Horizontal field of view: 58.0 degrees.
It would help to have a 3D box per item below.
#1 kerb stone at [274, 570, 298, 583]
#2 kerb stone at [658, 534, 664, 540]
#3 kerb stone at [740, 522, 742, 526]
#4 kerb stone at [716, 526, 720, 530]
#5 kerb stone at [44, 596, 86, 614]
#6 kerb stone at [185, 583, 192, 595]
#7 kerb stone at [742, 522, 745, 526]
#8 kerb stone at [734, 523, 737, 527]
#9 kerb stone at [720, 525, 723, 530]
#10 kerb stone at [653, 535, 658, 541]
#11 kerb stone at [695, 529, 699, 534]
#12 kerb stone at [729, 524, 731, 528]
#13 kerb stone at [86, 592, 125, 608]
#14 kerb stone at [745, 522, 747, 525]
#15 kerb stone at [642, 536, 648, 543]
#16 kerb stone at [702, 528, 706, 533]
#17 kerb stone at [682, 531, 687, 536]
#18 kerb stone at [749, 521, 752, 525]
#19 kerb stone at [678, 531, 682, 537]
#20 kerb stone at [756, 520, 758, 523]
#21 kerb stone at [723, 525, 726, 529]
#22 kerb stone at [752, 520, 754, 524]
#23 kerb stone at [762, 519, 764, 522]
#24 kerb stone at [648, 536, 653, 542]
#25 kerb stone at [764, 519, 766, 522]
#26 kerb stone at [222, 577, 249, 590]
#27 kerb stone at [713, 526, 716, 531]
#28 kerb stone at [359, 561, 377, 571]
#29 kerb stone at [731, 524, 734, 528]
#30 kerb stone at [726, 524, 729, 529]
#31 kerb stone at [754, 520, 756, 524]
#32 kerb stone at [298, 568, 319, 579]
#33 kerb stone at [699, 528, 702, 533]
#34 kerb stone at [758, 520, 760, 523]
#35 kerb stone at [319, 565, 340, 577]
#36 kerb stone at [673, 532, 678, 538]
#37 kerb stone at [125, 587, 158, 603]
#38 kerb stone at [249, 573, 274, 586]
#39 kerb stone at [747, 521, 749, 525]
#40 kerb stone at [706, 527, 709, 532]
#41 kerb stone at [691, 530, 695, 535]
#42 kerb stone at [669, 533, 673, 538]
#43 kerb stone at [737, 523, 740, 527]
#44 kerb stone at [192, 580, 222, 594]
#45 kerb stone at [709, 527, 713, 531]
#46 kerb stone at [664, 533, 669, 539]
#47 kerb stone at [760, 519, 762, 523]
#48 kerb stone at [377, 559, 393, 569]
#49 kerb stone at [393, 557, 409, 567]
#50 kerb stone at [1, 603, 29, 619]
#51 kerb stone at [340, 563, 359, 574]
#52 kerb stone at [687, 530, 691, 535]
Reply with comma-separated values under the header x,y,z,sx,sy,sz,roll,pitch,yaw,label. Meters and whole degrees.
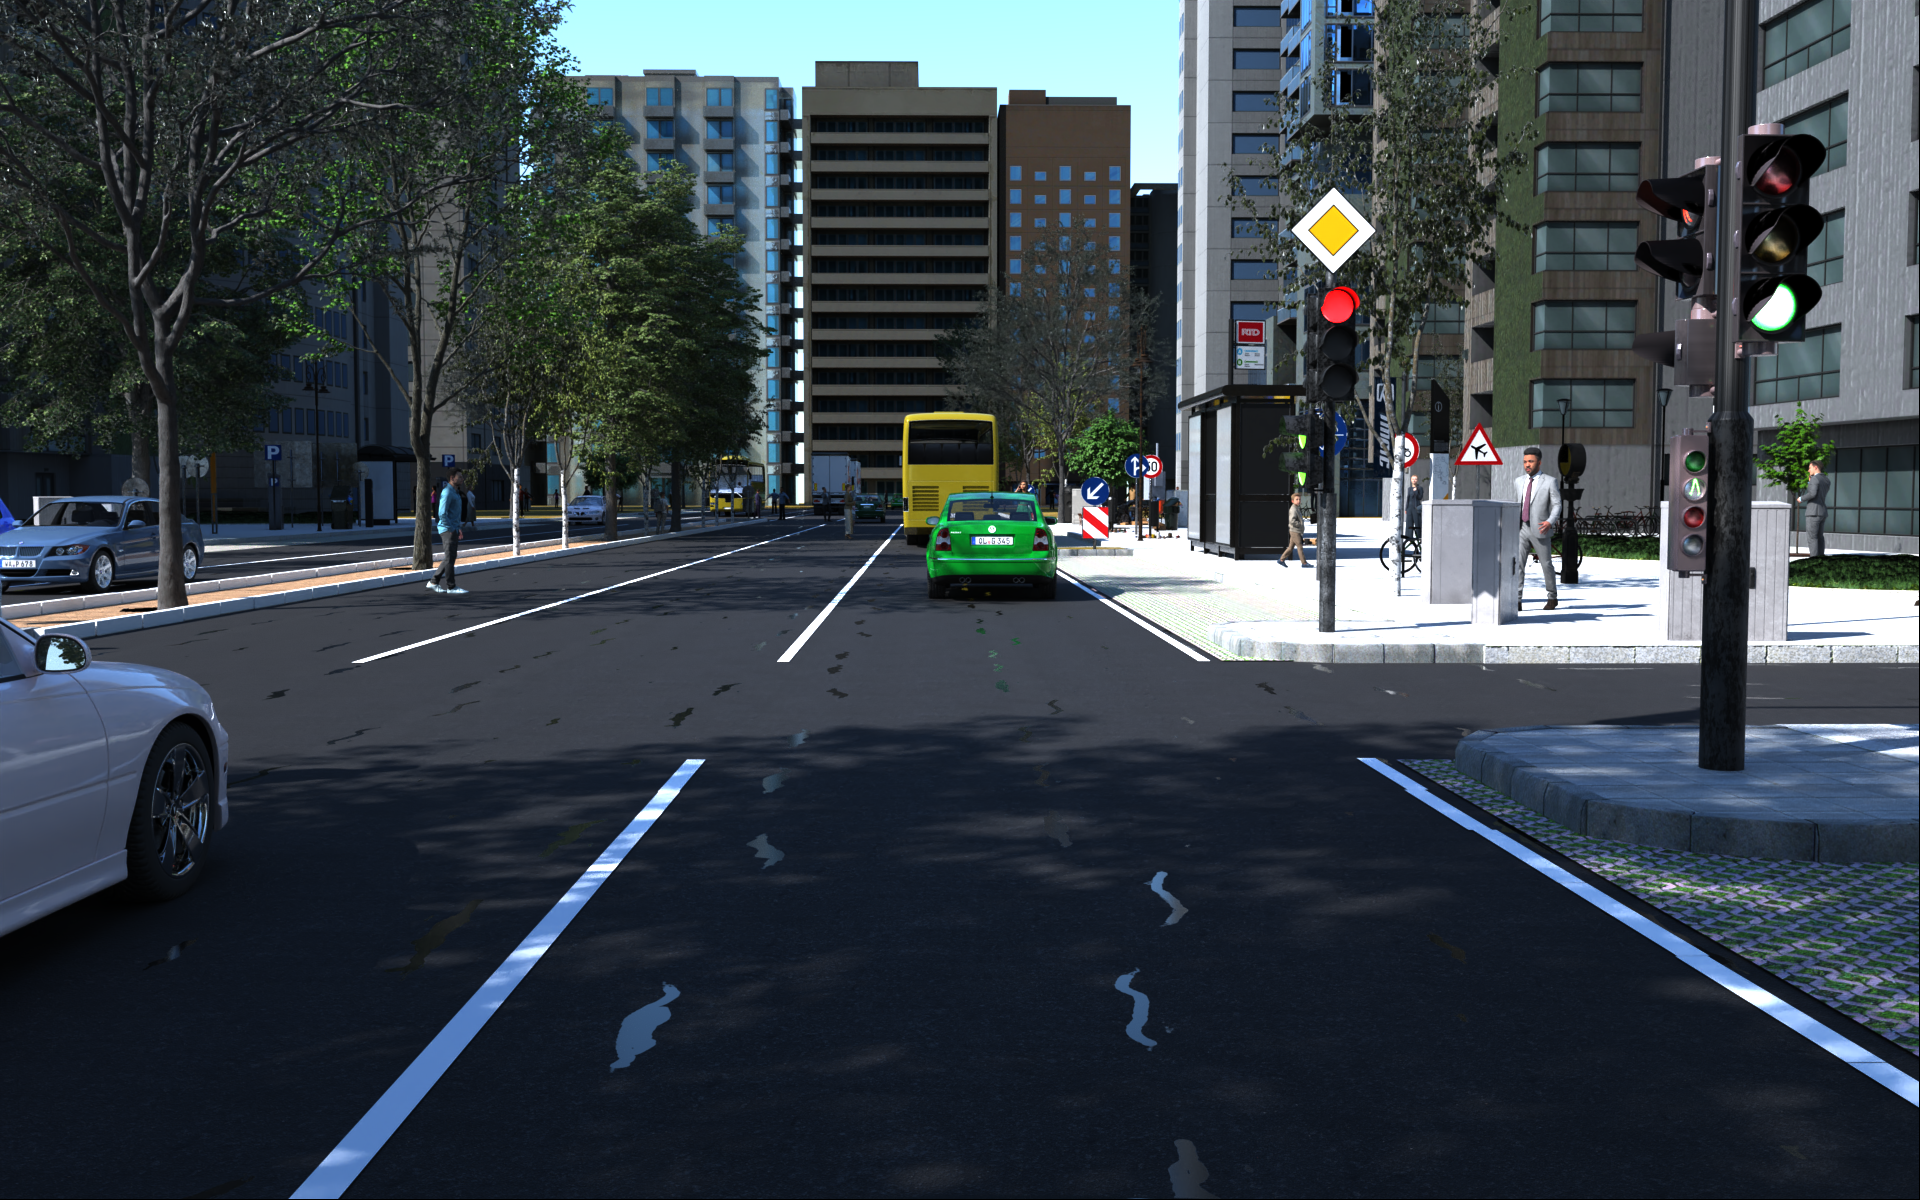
x,y,z,sx,sy,sz,roll,pitch,yaw,label
-11.060,-0.366,28.176,0.120,0.150,1.000,0,4,-1,kerb stone
-9.432,-1.936,53.843,0.120,0.150,1.000,0,4,-1,kerb stone
-9.840,-3.309,76.414,0.120,0.150,1.000,0,4,-1,kerb stone
-9.688,-2.814,68.202,0.120,0.150,1.000,0,4,-1,kerb stone
-10.934,0.073,21.004,0.120,0.150,1.000,0,4,-1,kerb stone
-10.985,-0.112,24.071,0.120,0.150,1.000,0,4,-1,kerb stone
-9.862,-3.379,77.439,0.120,0.150,1.000,0,4,-1,kerb stone
-9.806,-3.185,74.358,0.120,0.150,1.000,0,4,-1,kerb stone
-9.710,-2.877,69.237,0.120,0.150,1.000,0,4,-1,kerb stone
-9.414,-1.873,52.814,0.120,0.150,1.000,0,4,-1,kerb stone
-9.579,-2.437,62.046,0.120,0.150,1.000,0,4,-1,kerb stone
-9.765,-3.058,72.314,0.120,0.150,1.000,0,4,-1,kerb stone
-10.953,0.010,22.026,0.120,0.150,1.000,0,4,-1,kerb stone
-9.868,-3.441,78.461,0.120,0.150,1.000,0,4,-1,kerb stone
-9.371,-1.746,50.766,0.120,0.150,1.000,0,4,-1,kerb stone
-9.614,-2.561,64.092,0.120,0.150,1.000,0,4,-1,kerb stone
-9.524,-2.245,58.965,0.120,0.150,1.000,0,4,-1,kerb stone
-9.914,-3.565,80.506,0.120,0.150,1.000,0,4,-1,kerb stone
-9.502,-2.183,57.931,0.120,0.150,1.000,0,4,-1,kerb stone
-9.968,-3.755,83.582,0.120,0.150,1.000,0,4,-1,kerb stone
-9.724,-2.931,70.268,0.120,0.150,1.000,0,4,-1,kerb stone
-9.925,-3.623,81.529,0.120,0.150,1.000,0,4,-1,kerb stone
-10.026,-3.941,86.650,0.120,0.150,1.000,0,4,-1,kerb stone
-9.394,-1.806,51.792,0.120,0.150,1.000,0,4,-1,kerb stone
-10.040,-4.005,87.679,0.120,0.150,1.000,0,4,-1,kerb stone
-11.022,-0.240,26.128,0.120,0.150,1.000,0,4,-1,kerb stone
-9.668,-2.750,67.179,0.120,0.150,1.000,0,4,-1,kerb stone
-11.140,-0.616,32.274,0.120,0.150,1.000,0,4,-1,kerb stone
-9.777,-3.128,73.336,0.120,0.150,1.000,0,4,-1,kerb stone
-9.747,-3.003,71.291,0.120,0.150,1.000,0,4,-1,kerb stone
-9.948,-3.692,82.560,0.120,0.150,1.000,0,4,-1,kerb stone
-11.092,-0.426,29.198,0.120,0.150,1.000,0,4,-1,kerb stone
-9.596,-2.493,63.068,0.120,0.150,1.000,0,4,-1,kerb stone
-9.987,-3.817,84.604,0.120,0.150,1.000,0,4,-1,kerb stone
-11.093,-0.489,30.222,0.120,0.150,1.000,0,4,-1,kerb stone
-9.489,-2.123,56.909,0.120,0.150,1.000,0,4,-1,kerb stone
-10.976,-0.045,23.049,0.120,0.150,1.000,0,4,-1,kerb stone
-11.045,-0.299,27.150,0.120,0.150,1.000,0,4,-1,kerb stone
-9.895,-3.504,79.483,0.120,0.150,1.000,0,4,-1,kerb stone
-9.640,-2.622,65.126,0.120,0.150,1.000,0,4,-1,kerb stone
-9.562,-2.375,61.019,0.120,0.150,1.000,0,4,-1,kerb stone
-9.466,-2.061,55.887,0.120,0.150,1.000,0,4,-1,kerb stone
-9.816,-3.251,75.391,0.120,0.150,1.000,0,4,-1,kerb stone
-11.008,-0.178,25.106,0.120,0.150,1.000,0,4,-1,kerb stone
-9.653,-2.687,66.154,0.120,0.150,1.000,0,4,-1,kerb stone
-9.441,-1.998,54.865,0.120,0.150,1.000,0,4,-1,kerb stone
-10.006,-3.873,85.629,0.120,0.150,1.000,0,4,-1,kerb stone
-11.161,-0.677,33.309,0.120,0.150,1.000,0,4,-1,kerb stone
-11.175,-0.741,34.331,0.120,0.150,1.000,0,4,-1,kerb stone
-10.919,0.135,19.982,0.120,0.150,1.000,0,4,-1,kerb stone
-11.122,-0.554,31.247,0.120,0.150,1.000,0,4,-1,kerb stone
-9.538,-2.312,59.997,0.120,0.150,1.000,0,4,-1,kerb stone
